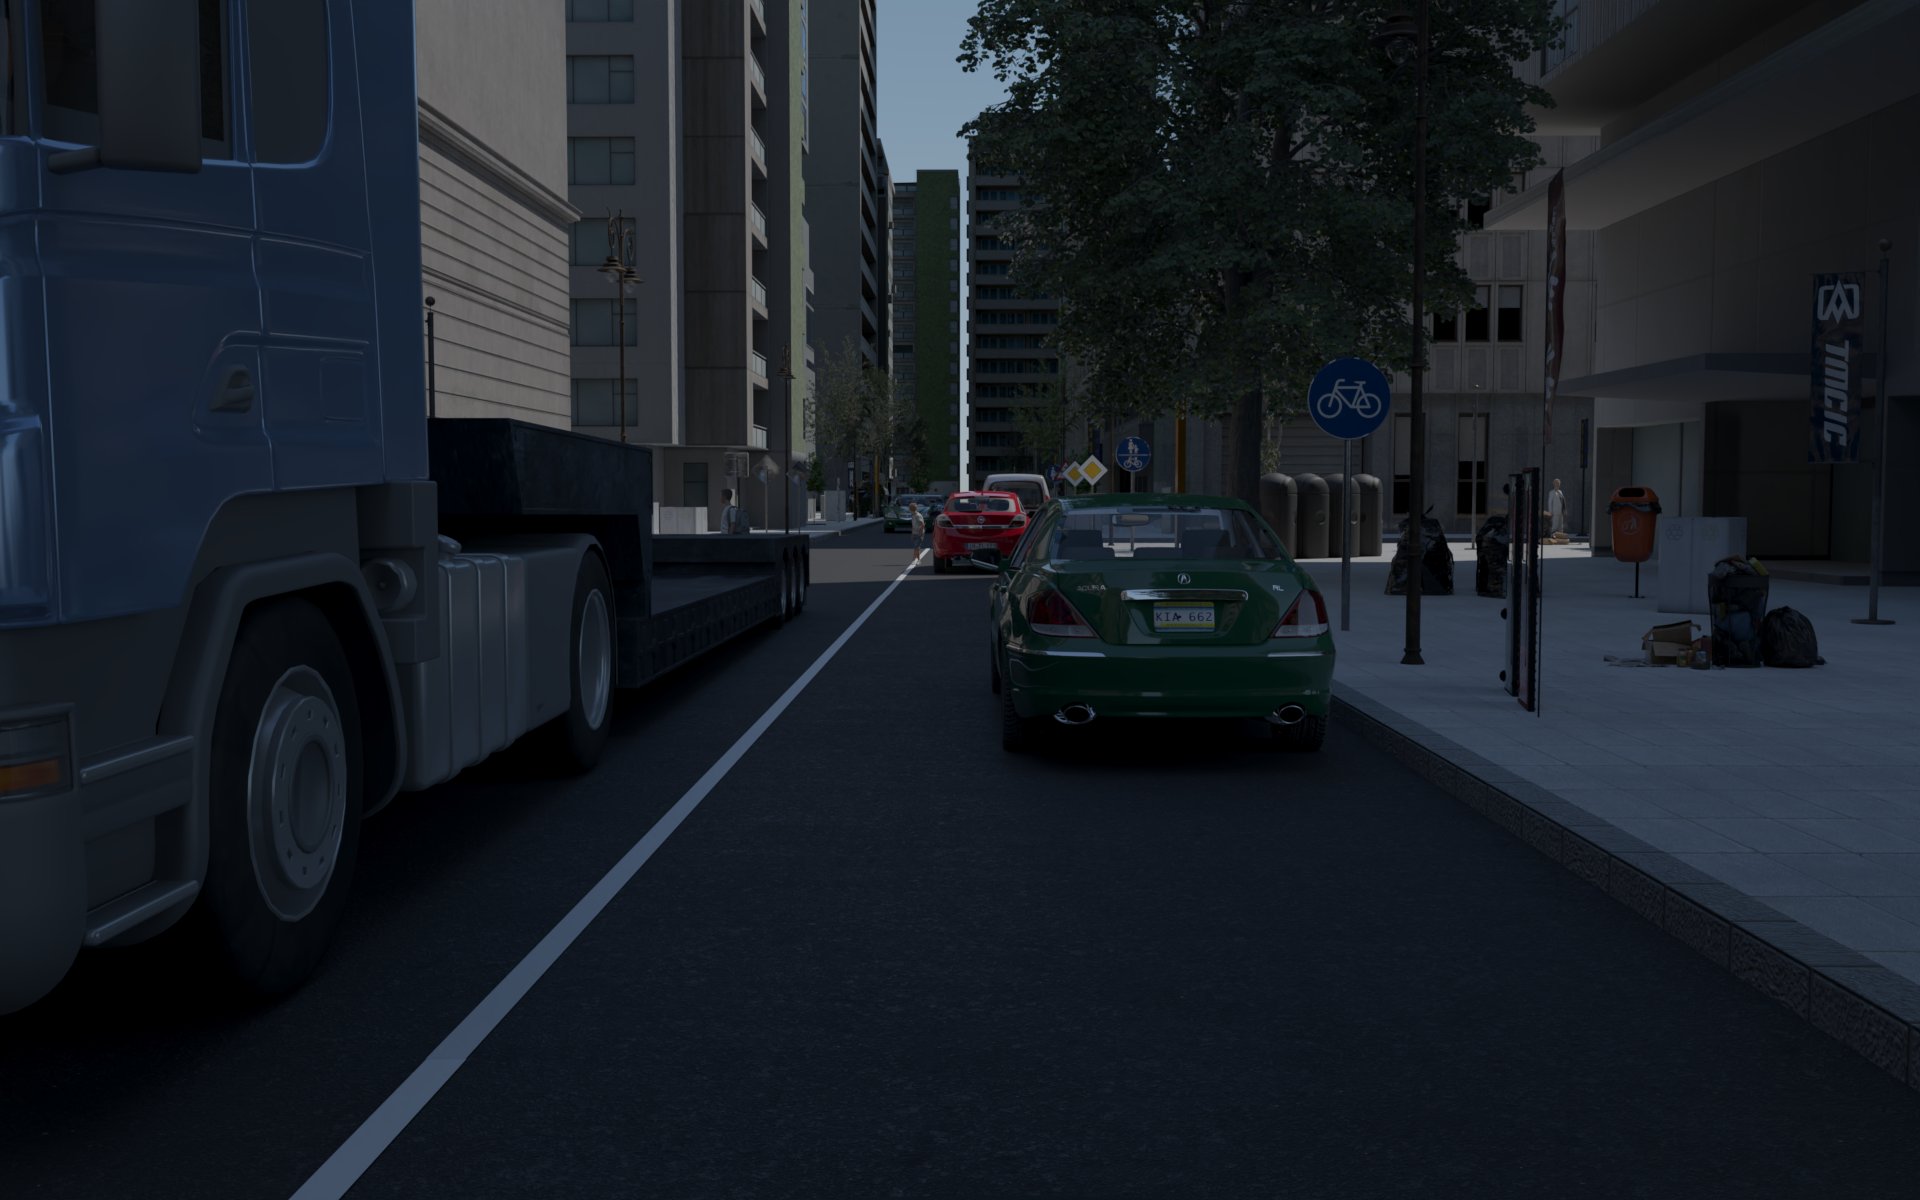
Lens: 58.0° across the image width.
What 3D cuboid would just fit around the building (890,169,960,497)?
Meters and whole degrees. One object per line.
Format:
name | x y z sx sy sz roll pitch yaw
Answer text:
building | -6.962 -32.852 220.720 14.086 41.232 14.154 0 4 1

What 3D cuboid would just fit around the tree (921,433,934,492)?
tree | -4.530 -14.374 185.375 4.360 8.622 3.978 0 3 0

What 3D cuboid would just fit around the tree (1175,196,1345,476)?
tree | 7.029 -5.506 40.390 4.360 8.622 3.978 0 3 0

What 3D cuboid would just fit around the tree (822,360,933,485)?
tree | -5.301 -11.353 120.036 7.601 10.594 8.767 2 4 28

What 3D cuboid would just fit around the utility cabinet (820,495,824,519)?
utility cabinet | -6.808 -4.838 90.265 0.306 1.237 1.020 3 5 41

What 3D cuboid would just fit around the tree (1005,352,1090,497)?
tree | 4.616 -8.366 87.151 4.737 8.622 4.395 0 3 0

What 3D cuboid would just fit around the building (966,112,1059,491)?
building | 11.661 -36.666 223.183 21.600 48.544 21.300 0 4 1

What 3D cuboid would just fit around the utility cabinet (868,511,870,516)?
utility cabinet | -5.778 -5.638 103.342 0.306 1.237 1.020 2 4 30

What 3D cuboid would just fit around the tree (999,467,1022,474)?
tree | 5.908 -13.489 204.266 4.285 4.588 4.351 0 3 0

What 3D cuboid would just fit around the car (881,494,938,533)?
car | -1.883 -3.279 65.418 2.131 1.459 4.920 0 4 1

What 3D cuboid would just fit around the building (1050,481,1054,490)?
building | 18.865 -43.948 156.801 20.563 71.187 20.611 0 4 1

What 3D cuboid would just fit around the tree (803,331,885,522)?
tree | -5.551 -7.832 78.413 4.360 8.622 3.978 0 3 0

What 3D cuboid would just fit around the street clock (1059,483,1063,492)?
street clock | 6.423 -6.405 109.291 0.358 2.002 0.471 -2 4 -25

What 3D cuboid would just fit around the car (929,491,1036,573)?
car | 0.461 -1.458 32.876 2.155 1.783 4.494 0 4 2

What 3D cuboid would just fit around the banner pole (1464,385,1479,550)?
banner pole | 11.899 -3.064 40.106 0.401 3.779 0.863 1 4 12

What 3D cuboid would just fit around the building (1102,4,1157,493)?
building | 14.562 -17.578 80.916 14.314 27.812 24.014 0 4 1

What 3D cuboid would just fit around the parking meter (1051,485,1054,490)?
parking meter | 5.897 -6.288 108.524 0.399 1.863 0.255 -3 5 -42

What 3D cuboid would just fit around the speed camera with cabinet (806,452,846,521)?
speed camera with cabinet | -6.489 -5.398 82.597 2.038 3.252 0.660 -1 4 -10

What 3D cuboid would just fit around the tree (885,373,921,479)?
tree | -4.705 -9.503 105.741 4.360 8.622 3.978 0 3 0

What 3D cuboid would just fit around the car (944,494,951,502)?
car | -0.923 -10.384 181.775 2.014 1.417 4.499 0 3 0

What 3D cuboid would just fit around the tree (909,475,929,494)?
tree | -4.098 -10.942 173.504 1.663 3.219 1.824 0 3 0

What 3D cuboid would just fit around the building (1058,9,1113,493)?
building | 14.964 -27.942 140.444 14.154 41.232 14.086 0 4 1

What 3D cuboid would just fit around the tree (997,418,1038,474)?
tree | 5.388 -13.022 163.268 4.360 8.622 3.978 0 3 0

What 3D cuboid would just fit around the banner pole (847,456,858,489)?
banner pole | -6.942 -7.535 113.206 0.863 3.779 0.401 0 4 7

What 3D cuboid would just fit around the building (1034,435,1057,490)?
building | 19.522 -53.221 182.837 22.319 86.520 31.000 0 4 1

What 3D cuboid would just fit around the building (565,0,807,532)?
building | -13.200 -23.068 60.764 14.154 41.232 14.086 0 4 1

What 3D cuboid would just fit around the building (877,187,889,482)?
building | -13.779 -23.520 156.250 14.160 30.474 14.107 0 4 1

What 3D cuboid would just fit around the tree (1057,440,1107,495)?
tree | 4.569 -4.148 62.419 1.663 3.219 1.824 0 3 0

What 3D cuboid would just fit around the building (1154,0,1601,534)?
building | 17.369 -14.819 60.316 19.932 24.808 12.078 0 4 1

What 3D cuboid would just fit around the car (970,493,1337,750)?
car | 1.131 0.042 11.116 2.131 1.459 4.920 0 4 0

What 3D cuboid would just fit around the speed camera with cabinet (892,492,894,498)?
speed camera with cabinet | -5.859 -8.136 127.352 2.038 3.252 0.660 0 4 1

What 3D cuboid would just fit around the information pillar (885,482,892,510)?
information pillar | -4.212 -5.944 101.672 0.304 2.012 0.304 -2 4 -29

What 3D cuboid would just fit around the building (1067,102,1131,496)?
building | 17.253 -18.681 109.956 19.350 26.468 34.151 0 4 1

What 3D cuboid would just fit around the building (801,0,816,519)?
building | -18.799 -47.837 94.814 22.319 86.520 31.000 0 4 1

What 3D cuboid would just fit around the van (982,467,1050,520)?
van | 1.182 -1.874 37.656 2.013 2.044 4.112 0 4 1

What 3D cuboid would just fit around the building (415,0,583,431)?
building | -20.673 -11.763 34.132 24.055 21.916 13.314 0 4 1

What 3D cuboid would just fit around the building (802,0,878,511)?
building | -17.835 -31.426 137.514 21.300 48.544 21.600 0 4 1

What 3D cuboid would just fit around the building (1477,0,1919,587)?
building | 23.847 -26.437 21.484 28.713 52.752 27.495 0 4 1

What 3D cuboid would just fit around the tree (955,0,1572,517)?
tree | 4.110 -7.246 25.134 9.857 13.997 8.962 0 3 0

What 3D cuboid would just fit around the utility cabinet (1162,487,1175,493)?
utility cabinet | 6.820 -2.926 56.513 0.318 1.500 1.173 1 4 17

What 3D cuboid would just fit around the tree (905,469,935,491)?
tree | -4.579 -13.219 199.837 4.285 4.588 4.351 0 3 0

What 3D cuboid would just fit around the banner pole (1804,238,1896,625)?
banner pole | 8.854 -1.661 17.177 0.863 3.779 0.401 2 4 33

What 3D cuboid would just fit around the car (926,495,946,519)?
car | -1.519 -4.783 90.202 2.014 1.417 4.499 0 4 2

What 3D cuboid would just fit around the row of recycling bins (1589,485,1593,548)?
row of recycling bins | 15.343 -1.999 39.802 1.069 1.692 3.534 0 4 2

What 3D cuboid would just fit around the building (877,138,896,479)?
building | -19.045 -30.117 184.297 23.993 40.220 32.217 0 4 1

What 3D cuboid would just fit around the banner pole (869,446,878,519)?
banner pole | -4.537 -6.076 89.357 0.401 3.779 0.863 1 4 17

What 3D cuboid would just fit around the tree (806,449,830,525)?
tree | -5.992 -4.739 72.091 1.663 3.219 1.824 0 3 0

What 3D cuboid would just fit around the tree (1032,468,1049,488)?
tree | 5.745 -8.221 129.021 1.663 3.219 1.824 0 3 0

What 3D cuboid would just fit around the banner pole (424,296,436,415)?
banner pole | -6.825 -1.946 21.828 0.401 3.779 0.863 2 4 31
